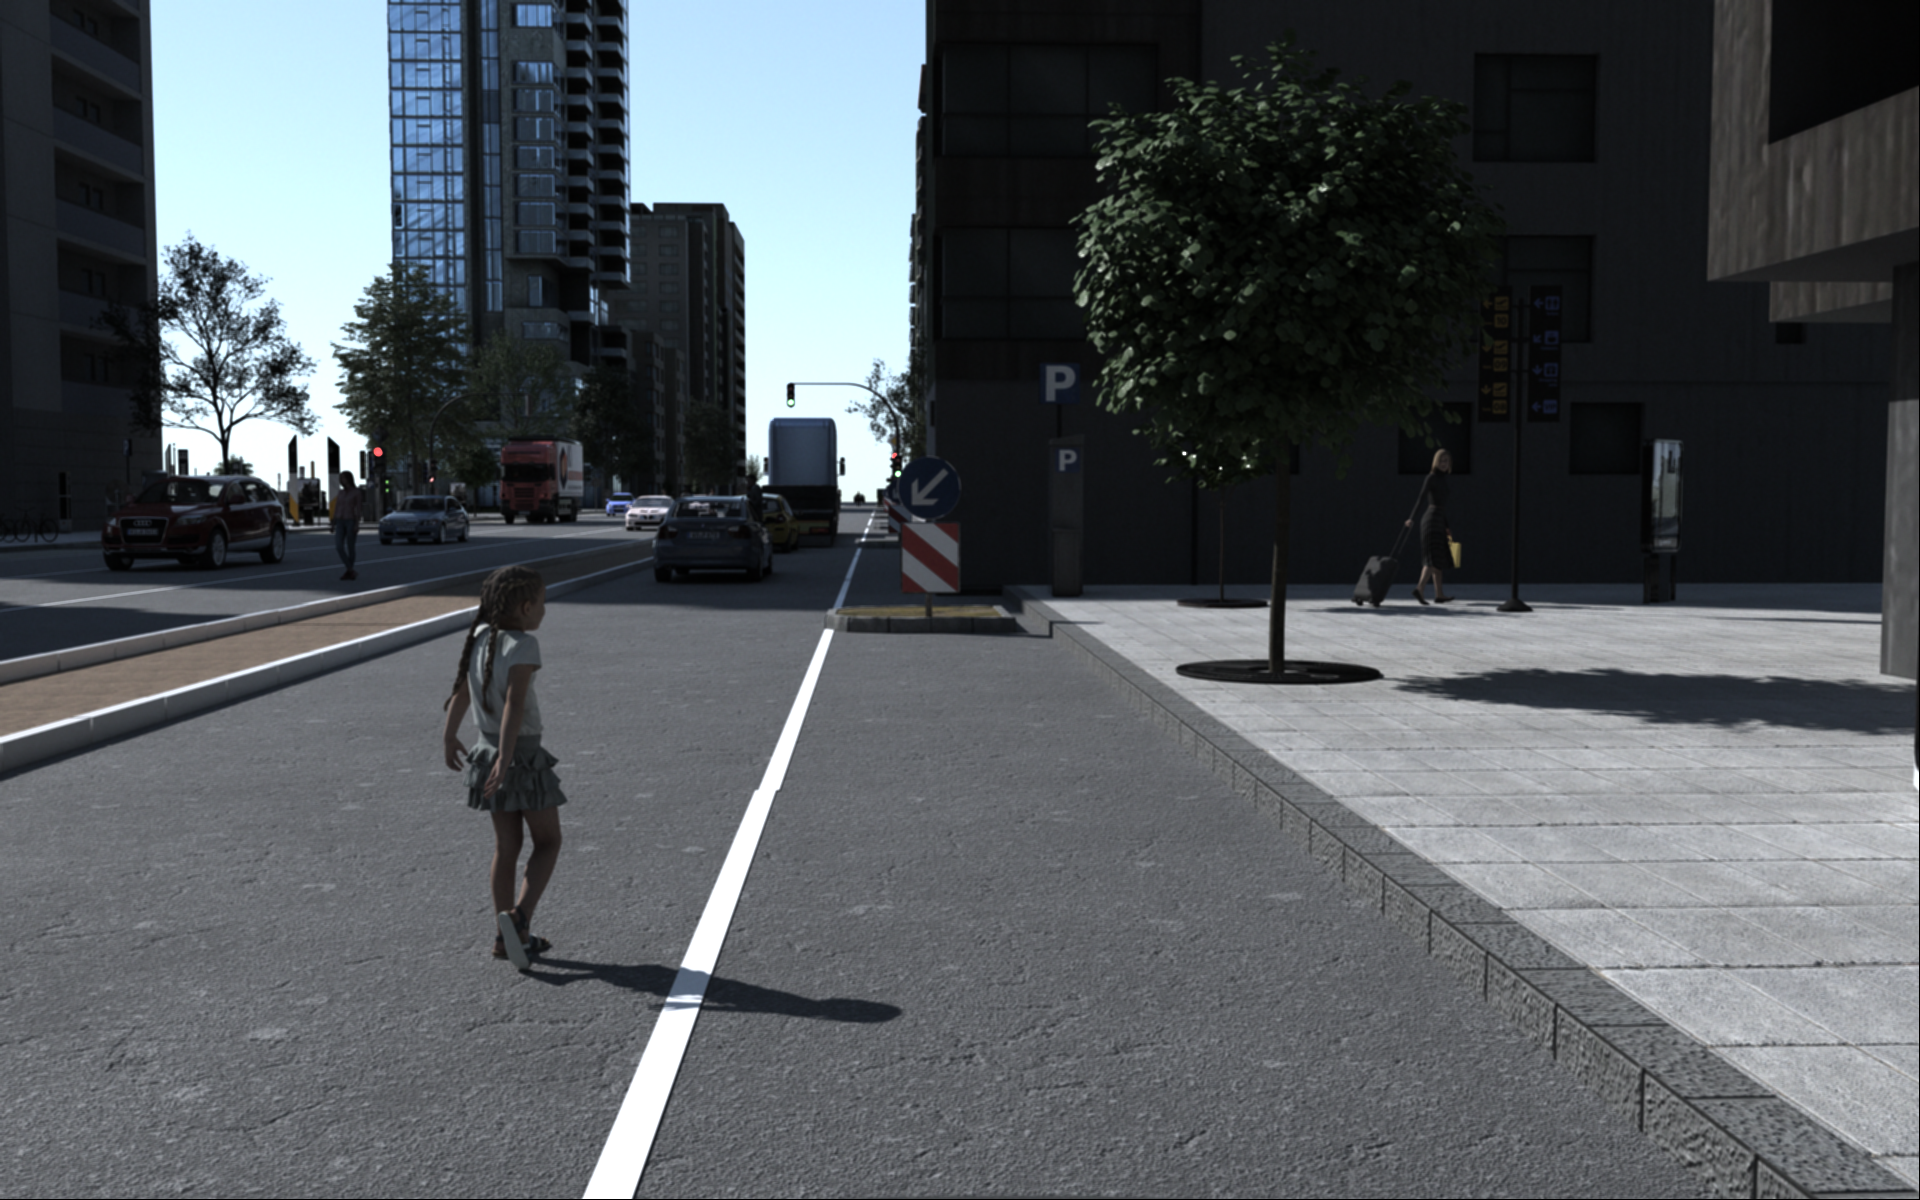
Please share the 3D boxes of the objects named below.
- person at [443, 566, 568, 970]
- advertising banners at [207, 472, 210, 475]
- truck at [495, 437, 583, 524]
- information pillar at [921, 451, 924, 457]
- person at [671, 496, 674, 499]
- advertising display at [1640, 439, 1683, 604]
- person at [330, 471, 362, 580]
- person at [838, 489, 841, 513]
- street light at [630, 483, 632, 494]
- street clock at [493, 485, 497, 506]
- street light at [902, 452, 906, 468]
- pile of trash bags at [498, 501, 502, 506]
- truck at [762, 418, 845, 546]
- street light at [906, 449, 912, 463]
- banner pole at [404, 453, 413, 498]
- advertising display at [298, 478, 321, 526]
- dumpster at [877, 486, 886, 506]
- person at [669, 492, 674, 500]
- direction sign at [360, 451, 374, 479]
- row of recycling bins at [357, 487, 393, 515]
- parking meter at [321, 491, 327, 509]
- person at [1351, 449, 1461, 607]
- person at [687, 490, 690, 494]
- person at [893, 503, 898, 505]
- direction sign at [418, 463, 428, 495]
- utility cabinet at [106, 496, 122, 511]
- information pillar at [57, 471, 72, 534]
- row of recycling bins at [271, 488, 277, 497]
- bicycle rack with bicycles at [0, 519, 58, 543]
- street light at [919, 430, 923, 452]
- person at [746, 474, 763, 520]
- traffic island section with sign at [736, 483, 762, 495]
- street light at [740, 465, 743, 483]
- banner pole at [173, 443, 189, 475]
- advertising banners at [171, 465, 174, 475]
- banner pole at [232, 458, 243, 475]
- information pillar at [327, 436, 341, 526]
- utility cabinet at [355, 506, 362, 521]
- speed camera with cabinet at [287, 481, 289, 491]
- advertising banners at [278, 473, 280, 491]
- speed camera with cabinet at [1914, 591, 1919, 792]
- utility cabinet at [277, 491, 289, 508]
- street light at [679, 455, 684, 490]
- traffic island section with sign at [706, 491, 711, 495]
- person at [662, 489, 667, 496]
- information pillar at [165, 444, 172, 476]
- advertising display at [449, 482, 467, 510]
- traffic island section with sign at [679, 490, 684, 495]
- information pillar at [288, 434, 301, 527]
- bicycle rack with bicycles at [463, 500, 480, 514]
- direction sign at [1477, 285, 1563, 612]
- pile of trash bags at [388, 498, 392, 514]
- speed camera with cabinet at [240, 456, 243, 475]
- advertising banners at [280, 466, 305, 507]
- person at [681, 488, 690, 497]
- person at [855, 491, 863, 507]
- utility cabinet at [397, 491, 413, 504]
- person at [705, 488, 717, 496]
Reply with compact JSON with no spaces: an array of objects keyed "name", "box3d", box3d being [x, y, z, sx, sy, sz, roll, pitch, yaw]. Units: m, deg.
[{"name":"person","box3d":[-1.450,0.500,5.335,0.505,1.210,0.382,2,4,33]},{"name":"advertising banners","box3d":[-60.186,-8.668,137.901,0.090,3.025,2.074,0,4,4]},{"name":"truck","box3d":[-21.046,-6.013,87.219,2.839,4.237,11.283,0,4,-4]},{"name":"information pillar","box3d":[-2.058,-6.294,94.267,0.183,3.616,0.504,1,4,15]},{"name":"person","box3d":[-18.263,-5.962,110.225,0.306,1.304,0.590,-3,4,-36]},{"name":"advertising display","box3d":[8.303,-0.935,20.500,0.123,1.923,0.974,3,5,42]},{"name":"person","box3d":[-10.265,-1.249,28.937,0.555,1.821,0.388,0,4,4]},{"name":"person","box3d":[-9.119,-7.353,128.999,0.573,1.790,0.520,0,4,-4]},{"name":"street light","box3d":[-29.418,-11.135,154.840,0.468,5.910,1.993,0,4,-3]},{"name":"street clock","box3d":[-37.213,-8.200,138.640,0.358,2.002,0.471,-1,4,-11]},{"name":"street light","box3d":[-5.998,-13.354,191.121,0.468,5.910,1.993,0,4,-3]},{"name":"pile of trash bags","box3d":[-32.104,-7.139,126.478,1.912,1.369,3.447,2,4,25]},{"name":"truck","box3d":[-5.175,-3.998,55.120,2.967,4.110,18.799,0,4,-4]},{"name":"street light","box3d":[-4.306,-11.031,153.145,0.468,5.910,1.993,0,4,-3]},{"name":"banner pole","box3d":[-31.058,-6.572,97.469,0.863,3.779,0.401,1,4,21]},{"name":"advertising display","box3d":[-26.344,-3.963,70.013,0.974,1.923,0.123,0,4,3]},{"name":"dumpster","box3d":[-7.761,-10.825,181.945,1.985,2.255,1.502,0,4,-4]},{"name":"person","box3d":[-30.962,-10.948,185.853,0.742,1.727,0.445,1,4,18]},{"name":"direction sign","box3d":[-30.903,-6.012,90.286,0.876,3.537,0.379,1,4,23]},{"name":"row of recycling bins","box3d":[-41.839,-7.113,123.408,3.534,1.692,1.069,2,4,26]},{"name":"parking meter","box3d":[-46.188,-7.176,125.731,0.372,1.533,0.369,0,3,0]},{"name":"person","box3d":[5.222,-0.845,20.082,1.509,1.804,0.699,-1,4,-21]},{"name":"person","box3d":[-31.837,-12.031,202.841,0.705,1.812,1.348,-3,5,-44]},{"name":"person","box3d":[-2.440,-3.516,66.002,0.388,1.821,0.555,-3,4,-38]},{"name":"direction sign","box3d":[-39.252,-8.225,126.476,0.876,3.537,0.379,-1,4,-17]},{"name":"utility cabinet","box3d":[-25.197,-2.474,51.613,0.306,1.237,1.020,-2,4,-34]},{"name":"information pillar","box3d":[-29.151,-3.174,56.384,0.304,2.012,0.304,-1,4,-11]},{"name":"row of recycling bins","box3d":[-46.580,-6.501,113.402,3.534,1.692,1.069,-1,4,-19]},{"name":"bicycle rack with bicycles","box3d":[-25.757,-1.976,45.688,2.925,0.926,2.852,2,4,27]},{"name":"street light","box3d":[-2.559,-8.628,113.859,0.468,5.910,1.993,0,4,-3]},{"name":"person","box3d":[-4.357,-1.721,36.442,0.447,1.846,0.655,-1,4,-20]},{"name":"traffic island section with sign","box3d":[-9.245,-4.302,78.476,2.006,1.907,1.989,0,4,-3]},{"name":"street light","box3d":[-34.971,-18.634,277.450,0.468,5.910,1.993,0,4,-3]},{"name":"banner pole","box3d":[-38.267,-5.808,84.984,0.863,3.779,0.401,-2,4,-29]},{"name":"advertising banners","box3d":[-47.721,-6.606,104.193,2.074,3.025,0.090,3,5,41]},{"name":"banner pole","box3d":[-49.623,-7.898,119.154,0.863,3.779,0.401,-3,5,-40]},{"name":"information pillar","box3d":[-25.278,-4.806,69.938,0.504,3.616,0.183,0,4,8]},{"name":"utility cabinet","box3d":[-28.844,-4.330,81.963,1.020,1.237,0.306,1,4,10]},{"name":"speed camera with cabinet","box3d":[-46.509,-7.668,119.703,0.660,3.252,2.038,1,4,14]},{"name":"advertising banners","box3d":[-56.988,-9.054,144.217,0.090,3.025,2.074,-3,5,-44]},{"name":"speed camera with cabinet","box3d":[3.965,-0.733,6.314,0.660,3.252,2.038,1,4,23]},{"name":"utility cabinet","box3d":[-45.664,-6.599,116.578,1.173,1.500,0.318,-2,4,-30]},{"name":"street light","box3d":[-31.168,-13.510,193.675,0.468,5.910,1.993,0,4,-3]},{"name":"traffic island section with sign","box3d":[-29.612,-11.963,204.222,1.989,1.847,2.006,0,4,-3]},{"name":"person","box3d":[-15.453,-4.957,90.551,0.522,1.701,0.512,-2,4,-32]},{"name":"information pillar","box3d":[-36.744,-5.449,80.441,0.504,3.616,0.183,3,5,42]},{"name":"advertising display","box3d":[-26.770,-5.327,92.313,0.123,1.923,0.974,3,5,43]},{"name":"traffic island section with sign","box3d":[-28.363,-10.316,177.296,1.989,1.847,2.006,0,4,-3]},{"name":"information pillar","box3d":[-26.234,-4.699,68.181,0.504,3.616,0.183,3,4,36]},{"name":"bicycle rack with bicycles","box3d":[-32.496,-6.017,111.755,2.852,0.926,2.925,1,4,19]},{"name":"direction sign","box3d":[6.085,-1.645,18.898,0.876,3.537,0.379,0,4,4]},{"name":"pile of trash bags","box3d":[-38.689,-6.333,113.289,3.447,1.369,1.912,2,4,27]},{"name":"speed camera with cabinet","box3d":[-37.661,-5.914,91.032,0.660,3.252,2.038,0,4,-1]},{"name":"advertising banners","box3d":[-41.923,-6.906,109.105,2.074,3.025,0.090,2,4,32]},{"name":"person","box3d":[-15.260,-5.384,96.885,0.716,1.782,0.532,-1,4,-18]},{"name":"person","box3d":[-11.456,-11.421,195.951,1.217,1.735,0.721,-1,4,-18]},{"name":"utility cabinet","box3d":[-38.939,-6.906,121.592,0.318,1.500,1.173,2,4,35]},{"name":"person","box3d":[-14.417,-5.574,99.997,0.716,1.782,0.532,2,4,25]}]
